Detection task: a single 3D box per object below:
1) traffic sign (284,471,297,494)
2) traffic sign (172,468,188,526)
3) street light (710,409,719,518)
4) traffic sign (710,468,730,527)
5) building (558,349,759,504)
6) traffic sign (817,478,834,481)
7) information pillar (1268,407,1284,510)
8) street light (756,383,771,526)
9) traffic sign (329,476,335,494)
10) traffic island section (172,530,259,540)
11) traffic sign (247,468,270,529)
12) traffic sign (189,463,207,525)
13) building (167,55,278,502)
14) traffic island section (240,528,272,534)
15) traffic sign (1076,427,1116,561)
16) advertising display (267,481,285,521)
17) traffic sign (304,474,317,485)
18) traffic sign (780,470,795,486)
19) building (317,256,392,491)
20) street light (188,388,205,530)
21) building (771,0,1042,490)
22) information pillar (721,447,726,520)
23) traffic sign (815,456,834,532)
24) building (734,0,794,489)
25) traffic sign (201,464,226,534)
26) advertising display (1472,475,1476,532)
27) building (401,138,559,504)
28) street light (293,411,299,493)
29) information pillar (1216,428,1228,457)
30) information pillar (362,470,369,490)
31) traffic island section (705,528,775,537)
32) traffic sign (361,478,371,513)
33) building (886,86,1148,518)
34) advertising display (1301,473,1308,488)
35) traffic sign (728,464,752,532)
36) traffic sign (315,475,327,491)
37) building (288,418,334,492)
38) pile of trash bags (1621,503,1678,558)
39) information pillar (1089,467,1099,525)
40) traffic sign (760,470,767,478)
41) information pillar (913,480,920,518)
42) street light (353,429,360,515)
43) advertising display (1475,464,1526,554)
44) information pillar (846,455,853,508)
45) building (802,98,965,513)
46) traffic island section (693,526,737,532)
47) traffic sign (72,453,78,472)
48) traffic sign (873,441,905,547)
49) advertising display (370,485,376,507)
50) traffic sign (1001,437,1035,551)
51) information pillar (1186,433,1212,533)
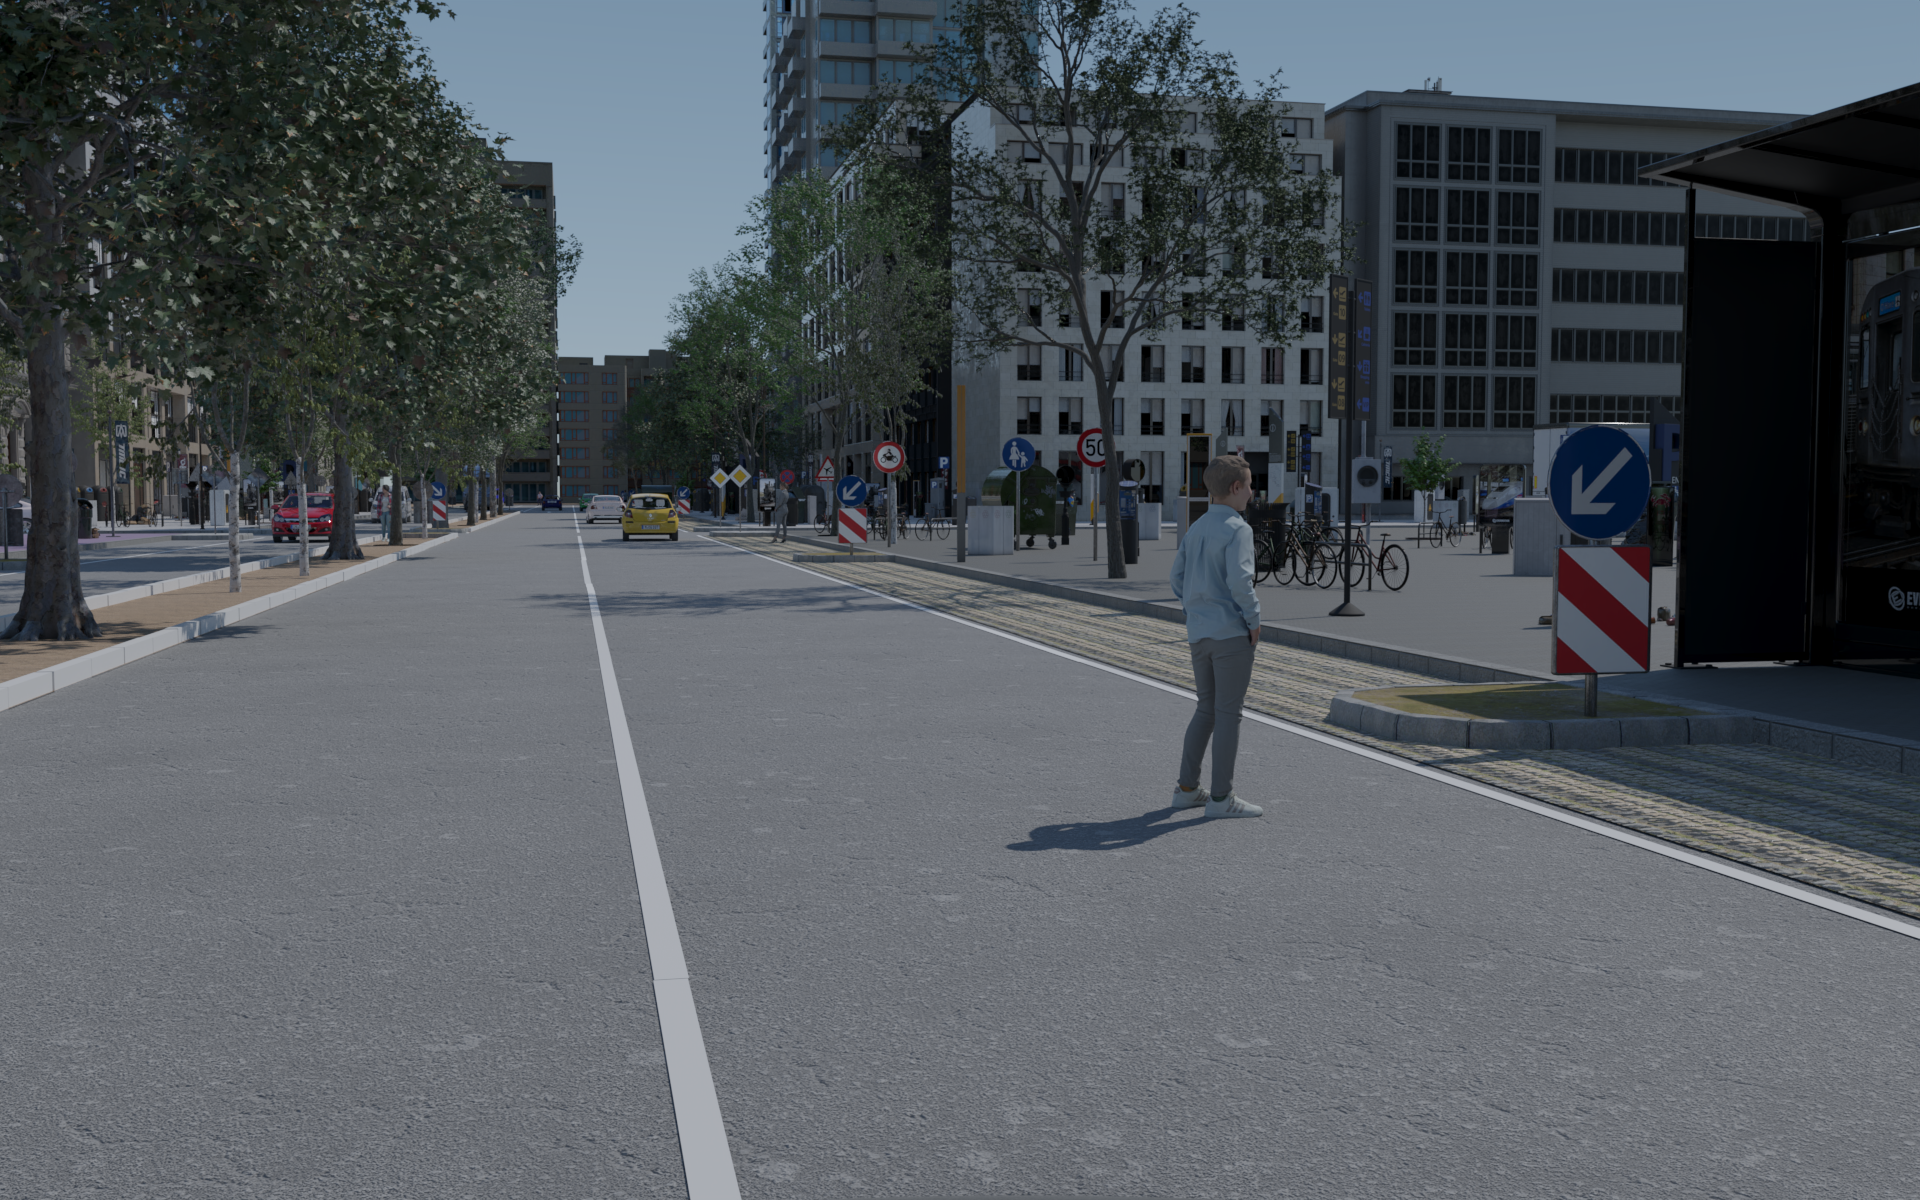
[{"bbox_3d":[-37.632,-5.961,97.464,0.884,2.594,0.081,-1,4,-10],"label":"traffic sign"},{"bbox_3d":[-30.793,-4.055,68.435,0.606,2.300,0.079,0,4,-7],"label":"traffic sign"},{"bbox_3d":[-13.241,-7.388,93.582,0.468,5.910,1.993,-1,4,-13],"label":"street light"},{"bbox_3d":[-9.206,-3.843,66.480,0.795,2.450,0.064,-1,4,-13],"label":"traffic sign"},{"bbox_3d":[-42.441,-24.614,247.480,28.899,21.520,27.650,-1,4,-13],"label":"building"},{"bbox_3d":[-5.554,-4.452,72.787,0.884,2.594,0.081,0,4,-3],"label":"traffic sign"},{"bbox_3d":[8.494,-3.379,46.606,0.183,3.616,0.504,-3,4,-37],"label":"information pillar"},{"bbox_3d":[-7.954,-5.965,70.315,0.468,5.910,1.993,-1,4,-13],"label":"street light"},{"bbox_3d":[-41.520,-7.026,114.978,0.768,2.556,0.104,0,4,-4],"label":"traffic sign"},{"bbox_3d":[-23.721,-2.009,55.128,2.009,0.180,2.903,-1,4,-13],"label":"traffic island section"},{"bbox_3d":[-25.451,-3.622,62.863,0.795,2.450,0.064,-1,4,-13],"label":"traffic sign"},{"bbox_3d":[-31.407,-4.373,71.498,0.884,2.594,0.081,-1,4,-9],"label":"traffic sign"},{"bbox_3d":[-69.016,-50.866,144.336,22.319,86.520,31.000,-1,4,-13],"label":"building"},{"bbox_3d":[-25.472,-2.486,62.919,2.009,0.180,2.903,-1,4,-13],"label":"traffic island section"},{"bbox_3d":[2.601,-2.024,33.193,0.768,2.556,0.104,0,4,-4],"label":"traffic sign"},{"bbox_3d":[-32.727,-4.751,82.889,0.123,1.923,0.974,2,4,25],"label":"advertising display"},{"bbox_3d":[-39.351,-6.411,104.924,0.768,2.556,0.104,0,4,-7],"label":"traffic sign"},{"bbox_3d":[-9.007,-5.518,90.319,0.768,2.556,0.104,0,4,-7],"label":"traffic sign"},{"bbox_3d":[-92.810,-37.528,233.186,30.456,49.044,23.786,-1,4,-13],"label":"building"},{"bbox_3d":[-27.454,-5.493,62.592,0.468,5.910,1.993,-1,4,-13],"label":"street light"},{"bbox_3d":[-5.600,-33.216,162.696,23.786,49.044,30.456,-1,4,-13],"label":"building"},{"bbox_3d":[-11.802,-5.810,86.354,0.183,3.616,0.504,0,4,6],"label":"information pillar"},{"bbox_3d":[-4.465,-3.584,58.599,0.884,2.594,0.081,0,4,-4],"label":"traffic sign"},{"bbox_3d":[-13.135,-53.756,191.586,22.319,86.520,31.000,-1,4,-13],"label":"building"},{"bbox_3d":[-23.700,-3.146,55.071,0.795,2.450,0.064,-1,4,-13],"label":"traffic sign"},{"bbox_3d":[17.617,-3.271,58.700,0.123,1.923,0.974,3,5,39],"label":"advertising display"},{"bbox_3d":[-66.367,-37.570,237.976,21.600,48.544,21.300,-1,4,-13],"label":"building"},{"bbox_3d":[-32.707,-6.890,85.438,0.468,5.910,1.993,-1,4,-13],"label":"street light"},{"bbox_3d":[9.289,-4.289,61.472,0.183,3.616,0.504,-3,5,-43],"label":"information pillar"},{"bbox_3d":[-45.601,-8.658,132.917,0.504,3.616,0.183,0,4,-3],"label":"information pillar"},{"bbox_3d":[-7.433,-2.232,58.771,2.009,0.180,2.903,-1,4,-13],"label":"traffic island section"},{"bbox_3d":[-40.973,-7.249,119.699,0.795,2.450,0.064,-1,4,-12],"label":"traffic sign"},{"bbox_3d":[3.053,-16.703,102.764,12.332,23.373,15.834,-1,4,-13],"label":"building"},{"bbox_3d":[10.676,-2.969,53.756,0.123,1.923,0.974,1,4,17],"label":"advertising display"},{"bbox_3d":[-7.455,-3.367,58.689,0.795,2.450,0.064,-1,4,-13],"label":"traffic sign"},{"bbox_3d":[-43.407,-7.187,117.621,0.768,2.556,0.104,-1,4,-11],"label":"traffic sign"},{"bbox_3d":[-80.140,-20.455,179.472,28.899,21.520,27.650,-1,4,-13],"label":"building"},{"bbox_3d":[13.852,-1.443,33.344,1.912,1.369,3.447,2,4,31],"label":"pile of trash bags"},{"bbox_3d":[5.509,-4.868,70.946,0.183,3.616,0.504,-2,4,-28],"label":"information pillar"},{"bbox_3d":[-10.459,-5.529,90.503,0.768,2.556,0.104,0,4,-4],"label":"traffic sign"},{"bbox_3d":[-2.331,-5.445,93.510,0.304,2.012,0.304,1,4,14],"label":"information pillar"},{"bbox_3d":[-37.704,-8.291,108.341,0.468,5.910,1.993,-1,4,-13],"label":"street light"},{"bbox_3d":[11.609,-1.952,37.127,0.974,1.923,0.123,2,4,32],"label":"advertising display"},{"bbox_3d":[-6.627,-6.899,104.155,0.504,3.616,0.183,-3,5,-40],"label":"information pillar"},{"bbox_3d":[0.133,-19.759,127.582,19.350,26.468,34.151,-1,4,-13],"label":"building"},{"bbox_3d":[-9.185,-2.708,66.562,2.009,0.180,2.903,-1,4,-13],"label":"traffic island section"},{"bbox_3d":[-25.313,-2.984,48.897,0.768,2.556,0.104,-1,4,-12],"label":"traffic sign"},{"bbox_3d":[-1.705,-2.541,41.647,0.768,2.556,0.104,0,4,-7],"label":"traffic sign"},{"bbox_3d":[-40.179,-6.935,118.607,0.123,1.923,0.974,-3,4,-36],"label":"advertising display"},{"bbox_3d":[1.305,-2.374,38.927,0.768,2.556,0.104,0,4,-7],"label":"traffic sign"},{"bbox_3d":[2.922,-1.020,21.174,0.304,2.012,0.304,1,4,9],"label":"information pillar"}]
